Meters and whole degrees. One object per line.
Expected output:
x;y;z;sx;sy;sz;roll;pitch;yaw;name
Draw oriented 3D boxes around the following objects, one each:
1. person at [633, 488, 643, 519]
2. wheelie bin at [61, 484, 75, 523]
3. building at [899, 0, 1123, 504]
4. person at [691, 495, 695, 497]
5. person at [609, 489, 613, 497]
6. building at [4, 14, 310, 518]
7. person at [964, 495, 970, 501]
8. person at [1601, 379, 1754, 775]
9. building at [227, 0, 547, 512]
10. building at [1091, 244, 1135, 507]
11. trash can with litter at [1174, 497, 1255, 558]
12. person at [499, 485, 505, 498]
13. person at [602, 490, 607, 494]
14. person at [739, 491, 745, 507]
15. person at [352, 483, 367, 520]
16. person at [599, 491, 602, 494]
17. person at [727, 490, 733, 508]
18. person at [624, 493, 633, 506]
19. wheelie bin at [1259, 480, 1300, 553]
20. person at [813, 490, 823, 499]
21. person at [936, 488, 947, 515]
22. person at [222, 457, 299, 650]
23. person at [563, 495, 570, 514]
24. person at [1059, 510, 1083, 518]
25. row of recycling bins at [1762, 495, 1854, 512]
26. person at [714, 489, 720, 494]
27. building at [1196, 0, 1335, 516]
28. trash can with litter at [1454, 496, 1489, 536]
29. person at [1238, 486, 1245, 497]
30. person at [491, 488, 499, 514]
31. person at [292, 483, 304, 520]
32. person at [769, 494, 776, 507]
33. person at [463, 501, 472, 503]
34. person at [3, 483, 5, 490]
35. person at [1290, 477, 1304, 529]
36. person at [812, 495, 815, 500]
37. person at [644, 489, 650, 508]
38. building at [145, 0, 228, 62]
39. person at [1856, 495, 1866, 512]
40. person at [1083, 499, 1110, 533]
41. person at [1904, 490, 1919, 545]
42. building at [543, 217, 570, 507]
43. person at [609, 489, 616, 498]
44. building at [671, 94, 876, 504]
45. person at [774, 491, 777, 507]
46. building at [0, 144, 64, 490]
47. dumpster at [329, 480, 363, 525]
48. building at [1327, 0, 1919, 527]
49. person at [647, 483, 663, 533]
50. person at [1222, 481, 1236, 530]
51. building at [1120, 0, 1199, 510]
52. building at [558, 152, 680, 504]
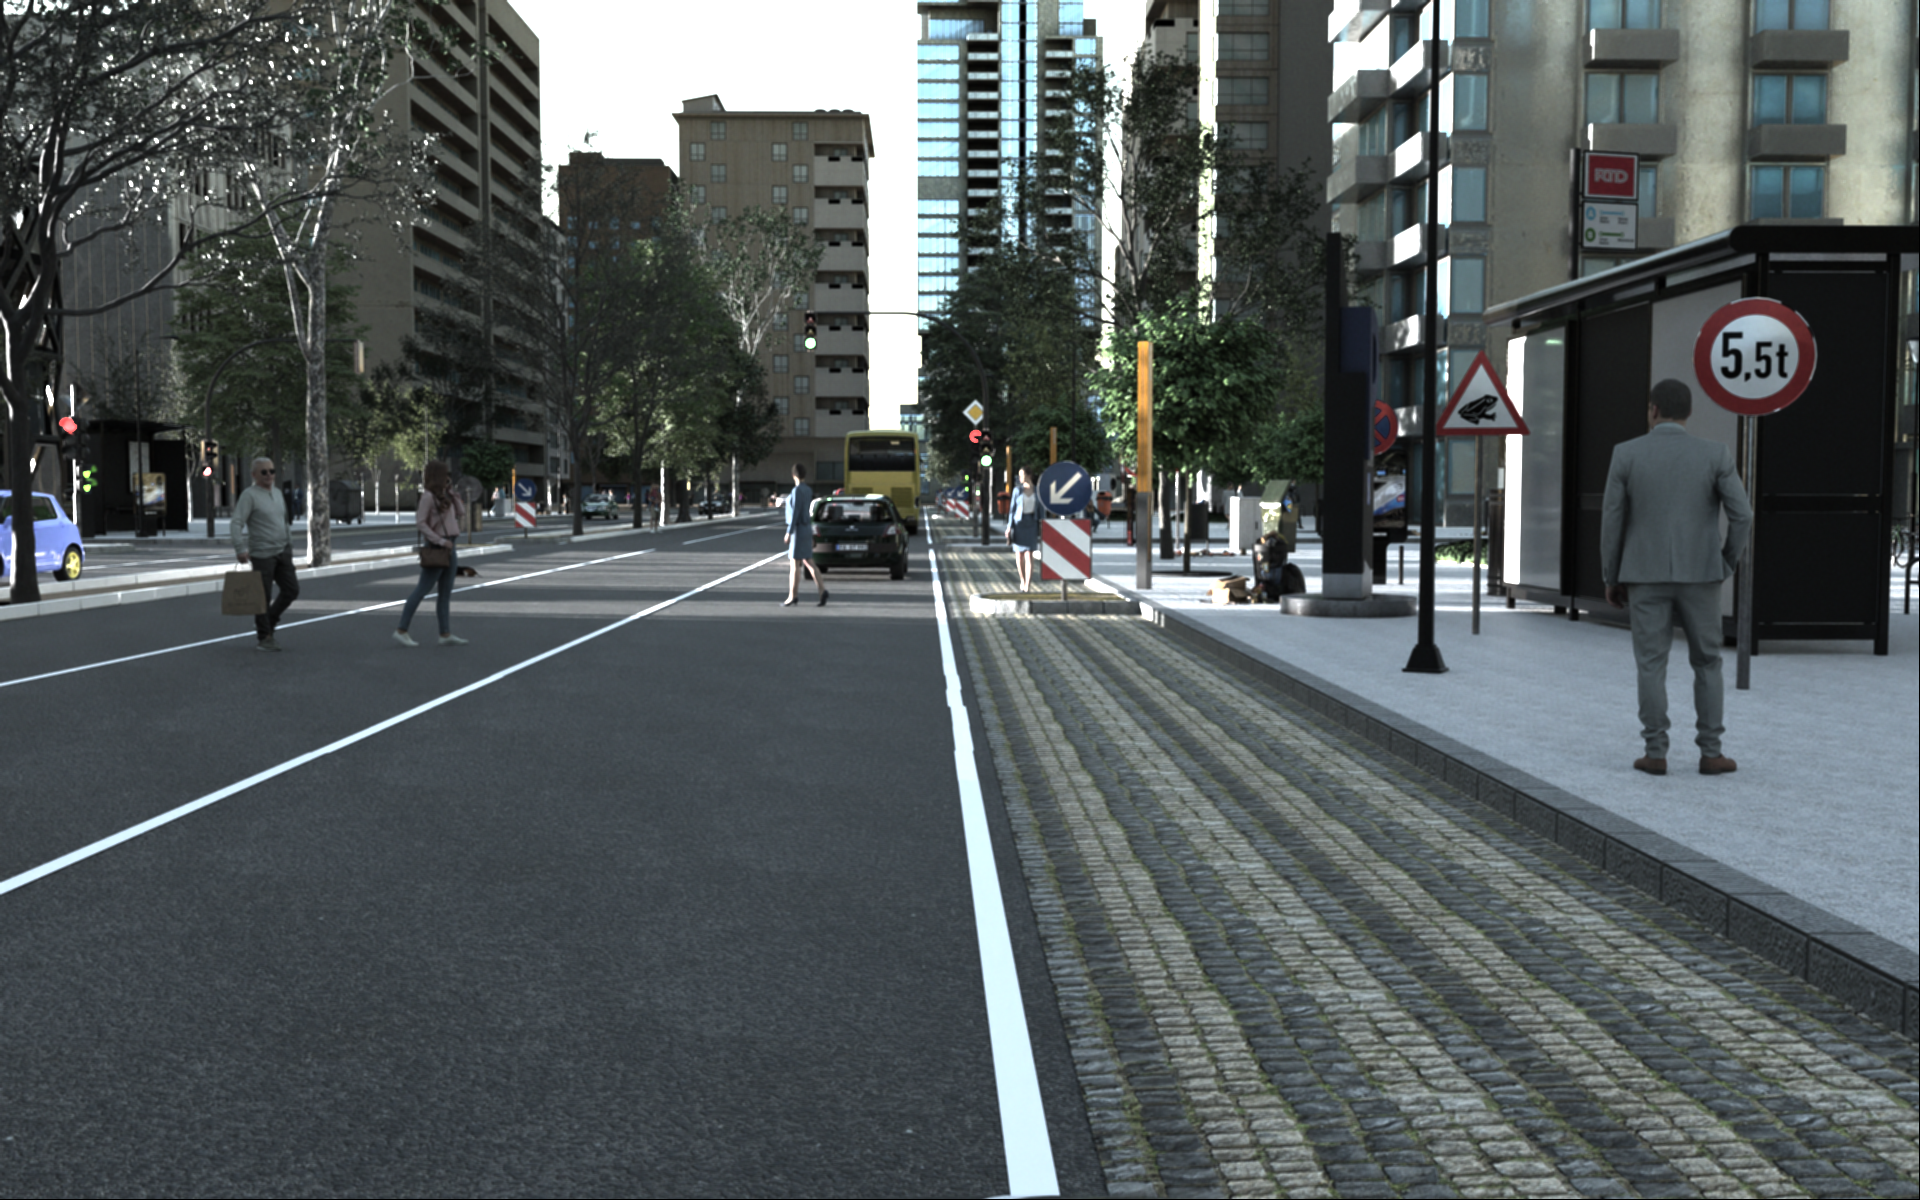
-18.109;-5.429;97.523;0.793;1.790;0.793;2;4;24;person
-26.807;-2.733;52.591;0.980;1.594;0.693;1;4;18;wheelie bin
5.860;-56.314;233.398;31.000;86.520;22.319;0;4;-1;building
-28.484;-10.856;184.354;0.721;1.723;1.217;-2;4;-34;person
-21.558;-5.992;107.212;0.466;1.731;0.760;3;5;44;person
-45.406;-16.982;95.678;12.078;24.808;19.932;0;4;-1;building
0.477;-8.792;150.324;0.617;1.759;0.750;1;4;13;person
3.282;-0.111;7.961;0.635;1.810;0.391;1;4;13;person
-50.855;-32.636;157.299;21.300;48.544;21.600;0;4;-1;building
30.070;-29.621;176.191;32.217;40.220;23.993;0;4;-1;building
5.313;-1.523;35.957;2.233;1.210;1.678;-1;4;-15;trash can with litter
-27.106;-5.895;102.288;0.748;1.841;0.638;-2;4;-26;person
-39.945;-11.498;194.696;0.621;1.740;0.551;3;4;38;person
-23.613;-10.894;187.301;1.217;1.739;0.721;-2;4;-34;person
-29.835;-4.890;85.834;0.795;1.843;0.661;-3;5;-41;person
-41.794;-11.860;201.424;0.593;1.643;0.415;-3;5;-40;person
-23.455;-10.270;176.278;0.709;1.838;0.599;2;4;34;person
-36.279;-11.044;189.837;0.991;1.433;0.599;-1;4;-9;person
7.028;-1.848;38.128;0.693;1.594;0.980;-3;4;-37;wheelie bin
-14.668;-10.368;178.021;1.348;1.824;0.705;-1;4;-13;person
-1.286;-6.675;117.738;0.778;1.811;0.616;-1;4;-14;person
-6.414;-0.417;15.798;0.515;1.767;0.782;1;4;18;person
-25.517;-6.214;112.329;0.352;1.250;0.332;-3;5;-43;person
3.292;-2.762;51.549;0.694;1.780;0.624;-2;4;-27;person
20.174;-2.188;42.882;3.534;1.692;1.069;1;4;16;row of recycling bins
-27.329;-11.531;194.571;1.348;1.824;0.705;-1;4;-20;person
21.489;-25.870;106.572;14.154;41.232;14.086;0;4;-1;building
16.194;-2.570;53.072;1.678;1.210;2.233;0;4;3;trash can with litter
16.171;-5.766;100.196;0.818;1.842;0.514;0;4;3;person
-30.144;-6.449;112.156;0.598;1.740;0.731;1;4;9;person
-32.520;-4.810;84.864;0.721;1.800;0.419;0;4;6;person
-20.290;-10.768;187.747;0.628;1.438;0.799;3;4;38;person
-20.701;-3.935;73.016;0.526;1.800;0.537;-3;5;-44;person
-36.775;-3.688;66.766;0.576;1.772;0.534;2;4;27;person
12.449;-3.611;64.448;0.648;1.900;0.474;3;4;36;person
-11.309;-7.380;128.786;1.348;1.869;0.705;-2;4;-32;person
-29.927;-9.712;165.510;0.721;1.739;1.217;2;4;32;person
-50.755;-31.303;135.499;21.300;48.544;21.600;0;4;-1;building
23.015;-2.055;44.310;0.373;1.253;0.362;0;4;4;person
4.470;-2.818;57.613;1.012;1.151;0.738;-1;4;-12;person
23.563;-2.176;42.372;0.760;1.731;0.466;0;4;4;person
-48.553;-24.993;180.336;14.107;30.474;14.160;0;4;-1;building
-23.736;-6.705;118.306;0.466;1.800;0.511;-1;4;-11;person
-23.447;-39.609;236.845;27.495;52.752;28.713;0;4;-1;building
-21.106;-11.490;197.145;0.721;1.735;1.217;0;4;-3;person
-47.220;-12.504;71.896;16.820;18.784;16.811;0;4;-1;building
-26.066;-4.113;73.012;1.264;1.857;1.865;0;4;-1;dumpster
31.342;-27.881;75.461;30.456;49.044;23.786;0;4;-1;building
-11.308;-3.406;64.170;0.573;1.828;0.580;0;4;-1;person
9.635;-3.356;61.672;0.466;1.731;0.760;-2;4;-24;person
28.778;-34.302;150.078;28.713;52.752;27.495;0;4;-1;building
-44.479;-35.450;229.718;14.200;45.320;14.600;0;4;-1;building
